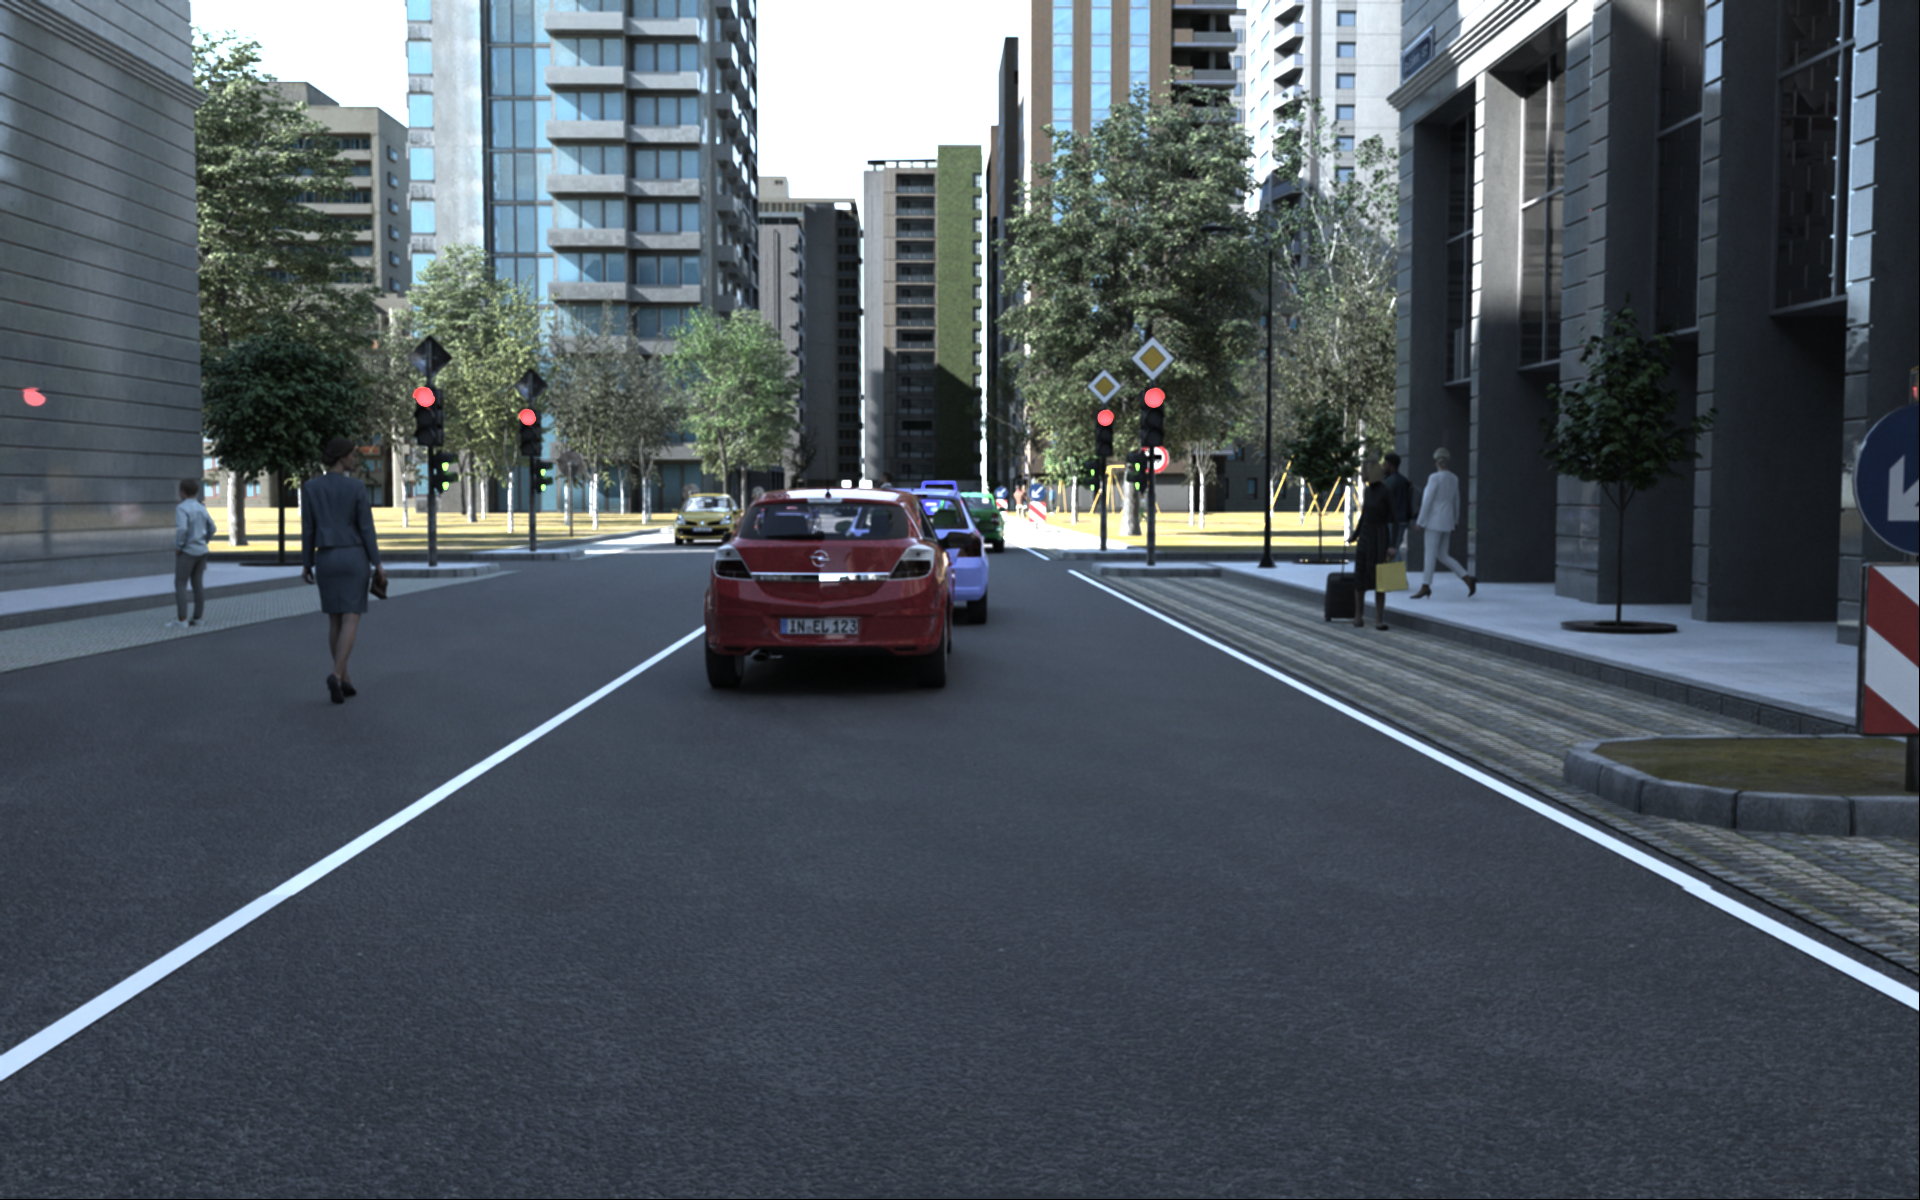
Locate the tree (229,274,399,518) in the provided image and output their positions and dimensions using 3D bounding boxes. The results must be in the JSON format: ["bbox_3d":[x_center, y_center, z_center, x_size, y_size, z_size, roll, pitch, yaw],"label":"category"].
[{"bbox_3d":[-34.510,-11.108,91.984,12.009,13.543,11.850,0,3,0],"label":"tree"}]

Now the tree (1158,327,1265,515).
[{"bbox_3d":[14.845,-11.031,106.116,9.928,11.665,9.643,0,3,0],"label":"tree"}]

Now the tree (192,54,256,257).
[{"bbox_3d":[-33.781,-12.829,65.648,12.611,20.169,13.585,0,3,0],"label":"tree"}]

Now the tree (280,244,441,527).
[{"bbox_3d":[-18.158,-6.209,51.876,4.360,8.622,3.978,0,3,0],"label":"tree"}]

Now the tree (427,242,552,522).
[{"bbox_3d":[-22.757,-9.834,78.907,7.486,12.596,7.792,0,3,0],"label":"tree"}]

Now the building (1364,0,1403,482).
[{"bbox_3d":[45.270,-38.922,178.369,28.212,58.520,21.231,0,4,-1],"label":"building"}]

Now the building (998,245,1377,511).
[{"bbox_3d":[17.691,-18.459,146.848,27.650,21.520,28.899,0,4,-1],"label":"building"}]

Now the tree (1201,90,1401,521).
[{"bbox_3d":[17.918,-13.858,82.470,12.611,20.169,13.585,0,3,0],"label":"tree"}]

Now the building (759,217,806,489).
[{"bbox_3d":[-23.379,-25.116,182.343,14.107,30.474,14.160,0,4,-1],"label":"building"}]

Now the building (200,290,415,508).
[{"bbox_3d":[-58.787,-20.159,174.635,28.899,21.520,27.650,0,4,-1],"label":"building"}]

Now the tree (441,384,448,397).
[{"bbox_3d":[-21.933,-7.180,67.757,4.360,8.622,3.978,0,3,0],"label":"tree"}]

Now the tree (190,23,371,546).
[{"bbox_3d":[-18.425,-7.622,42.751,7.486,12.596,7.792,0,3,0],"label":"tree"}]

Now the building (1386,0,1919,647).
[{"bbox_3d":[13.078,-14.462,13.941,11.434,29.767,29.804,0,4,-1],"label":"building"}]

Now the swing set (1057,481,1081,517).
[{"bbox_3d":[7.380,-6.249,99.792,3.119,2.851,2.862,1,4,14],"label":"swing set"}]

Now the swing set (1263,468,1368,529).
[{"bbox_3d":[13.529,-4.203,66.335,2.862,2.851,3.119,-1,4,-21],"label":"swing set"}]

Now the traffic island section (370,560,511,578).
[{"bbox_3d":[-9.389,-0.520,30.785,2.009,0.180,2.903,0,4,-1],"label":"traffic island section"}]

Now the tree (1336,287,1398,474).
[{"bbox_3d":[27.862,-12.318,108.056,9.857,13.997,8.962,0,3,0],"label":"tree"}]

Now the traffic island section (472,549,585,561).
[{"bbox_3d":[-9.579,-1.008,38.768,2.009,0.180,2.903,0,4,-1],"label":"traffic island section"}]

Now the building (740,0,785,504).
[{"bbox_3d":[-26.281,-43.714,152.977,20.563,71.187,20.611,0,4,-1],"label":"building"}]

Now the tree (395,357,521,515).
[{"bbox_3d":[-30.903,-10.594,107.616,8.767,10.594,7.601,-1,4,-18],"label":"tree"}]

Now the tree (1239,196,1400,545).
[{"bbox_3d":[9.685,-5.694,43.453,4.360,8.622,3.978,0,3,0],"label":"tree"}]

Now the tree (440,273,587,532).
[{"bbox_3d":[-15.199,-6.593,58.153,4.737,8.622,4.395,0,3,0],"label":"tree"}]

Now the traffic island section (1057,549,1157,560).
[{"bbox_3d":[3.258,-1.027,39.068,2.009,0.180,2.903,0,4,-1],"label":"traffic island section"}]

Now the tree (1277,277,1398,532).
[{"bbox_3d":[13.109,-6.628,58.729,4.737,8.622,4.395,0,3,0],"label":"tree"}]

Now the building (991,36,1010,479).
[{"bbox_3d":[10.846,-31.660,167.750,14.600,45.320,14.200,0,4,-1],"label":"building"}]

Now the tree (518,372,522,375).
[{"bbox_3d":[-15.543,-7.278,69.356,4.360,8.622,3.978,0,3,0],"label":"tree"}]

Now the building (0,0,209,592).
[{"bbox_3d":[-27.302,-14.991,22.589,29.804,29.767,11.434,0,4,-1],"label":"building"}]

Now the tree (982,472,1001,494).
[{"bbox_3d":[2.689,-9.411,148.465,1.663,3.219,1.824,0,3,0],"label":"tree"}]

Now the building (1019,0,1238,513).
[{"bbox_3d":[11.492,-29.012,124.459,14.600,45.320,14.200,0,4,-1],"label":"building"}]

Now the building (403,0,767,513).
[{"bbox_3d":[-27.026,-31.090,127.933,23.786,49.044,30.456,0,4,-1],"label":"building"}]

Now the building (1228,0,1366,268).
[{"bbox_3d":[31.709,-40.835,209.645,28.212,58.520,21.231,0,4,-1],"label":"building"}]

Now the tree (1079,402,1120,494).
[{"bbox_3d":[7.502,-8.527,89.778,4.360,8.622,3.978,0,3,0],"label":"tree"}]

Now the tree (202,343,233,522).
[{"bbox_3d":[-34.120,-7.990,80.991,4.360,8.622,3.978,0,3,0],"label":"tree"}]

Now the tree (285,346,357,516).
[{"bbox_3d":[-29.539,-7.898,79.489,4.737,8.622,4.395,0,3,0],"label":"tree"}]

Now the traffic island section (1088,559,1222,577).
[{"bbox_3d":[3.449,-0.538,31.085,2.009,0.180,2.903,0,4,-1],"label":"traffic island section"}]

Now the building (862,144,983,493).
[{"bbox_3d":[-4.472,-31.902,205.191,14.086,41.232,14.154,0,4,-1],"label":"building"}]

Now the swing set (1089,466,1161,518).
[{"bbox_3d":[9.209,-5.997,95.676,2.862,2.851,3.119,-2,4,-32],"label":"swing set"}]

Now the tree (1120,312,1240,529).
[{"bbox_3d":[9.030,-7.250,68.895,4.360,8.622,3.978,0,3,0],"label":"tree"}]

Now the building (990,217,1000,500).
[{"bbox_3d":[10.106,-25.114,182.317,14.160,30.474,14.107,0,4,-1],"label":"building"}]

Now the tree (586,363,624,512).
[{"bbox_3d":[-20.332,-8.906,95.967,4.737,8.622,4.395,0,3,0],"label":"tree"}]

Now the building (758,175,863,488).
[{"bbox_3d":[-23.937,-31.920,213.776,23.993,40.220,32.217,0,4,-1],"label":"building"}]

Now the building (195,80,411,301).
[{"bbox_3d":[-76.428,-35.678,207.040,21.600,48.544,21.300,0,4,-1],"label":"building"}]

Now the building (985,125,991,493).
[{"bbox_3d":[10.377,-33.978,205.657,14.200,45.320,14.600,0,4,-1],"label":"building"}]
